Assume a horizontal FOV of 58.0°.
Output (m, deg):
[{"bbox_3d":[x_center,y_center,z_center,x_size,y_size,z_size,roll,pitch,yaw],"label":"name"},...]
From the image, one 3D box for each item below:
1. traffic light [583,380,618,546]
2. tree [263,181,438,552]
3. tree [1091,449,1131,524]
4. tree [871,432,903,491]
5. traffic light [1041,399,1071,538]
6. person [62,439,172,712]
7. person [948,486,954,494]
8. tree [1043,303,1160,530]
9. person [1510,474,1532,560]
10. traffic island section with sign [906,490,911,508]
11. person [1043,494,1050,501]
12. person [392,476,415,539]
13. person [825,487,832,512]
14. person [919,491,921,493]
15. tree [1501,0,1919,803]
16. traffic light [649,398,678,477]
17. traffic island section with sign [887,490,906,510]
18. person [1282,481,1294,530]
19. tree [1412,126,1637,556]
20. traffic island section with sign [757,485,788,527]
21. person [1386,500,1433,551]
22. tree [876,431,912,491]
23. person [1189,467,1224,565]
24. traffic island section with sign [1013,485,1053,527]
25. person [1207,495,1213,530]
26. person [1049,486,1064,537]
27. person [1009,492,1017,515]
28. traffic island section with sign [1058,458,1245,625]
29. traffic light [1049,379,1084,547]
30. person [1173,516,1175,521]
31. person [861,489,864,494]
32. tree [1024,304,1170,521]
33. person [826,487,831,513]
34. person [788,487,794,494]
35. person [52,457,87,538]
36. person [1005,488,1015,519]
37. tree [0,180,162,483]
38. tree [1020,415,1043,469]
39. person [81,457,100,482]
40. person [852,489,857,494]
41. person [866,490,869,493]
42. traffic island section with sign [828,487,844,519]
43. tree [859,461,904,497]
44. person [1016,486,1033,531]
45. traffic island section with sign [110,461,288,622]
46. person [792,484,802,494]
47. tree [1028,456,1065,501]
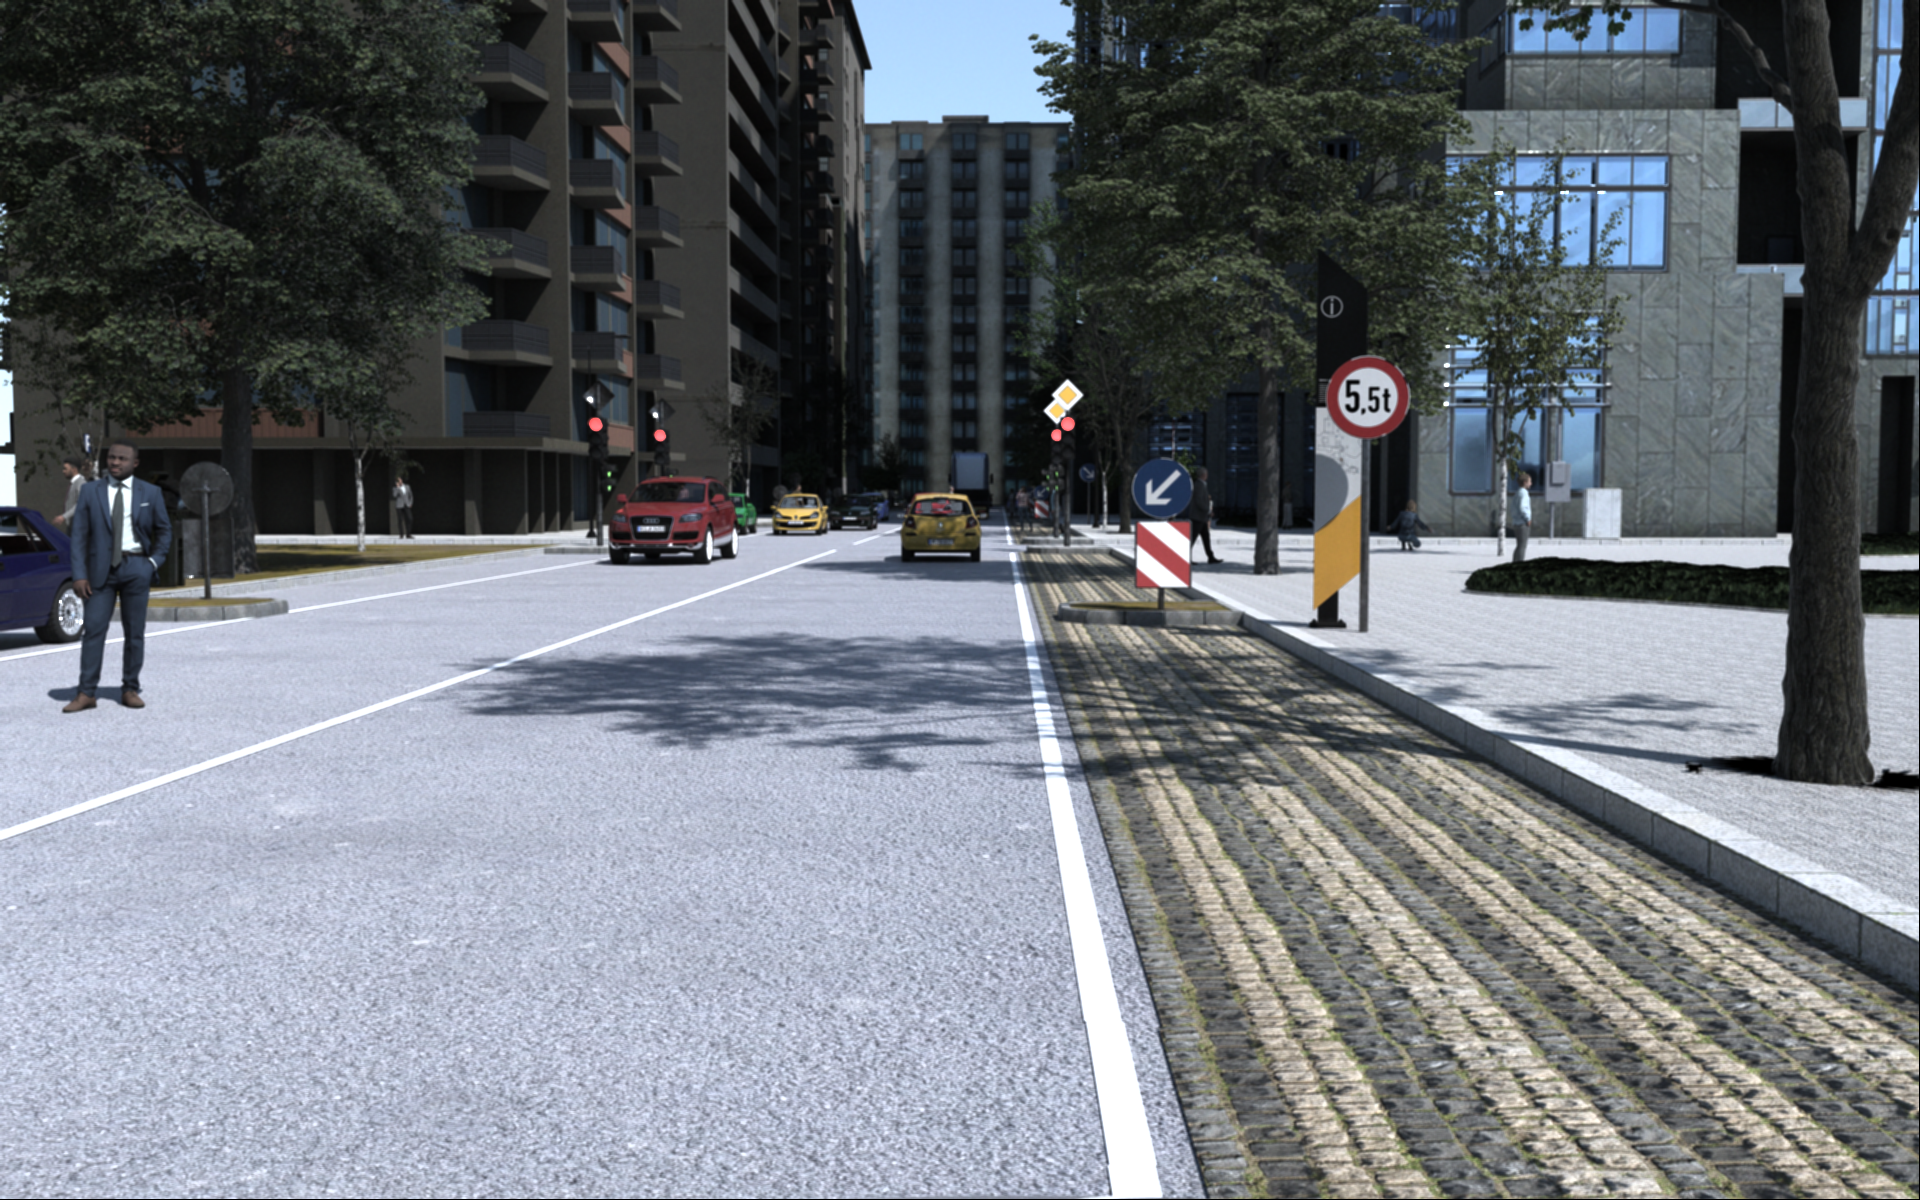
[{"bbox_3d":[-8.855,-3.281,42.571,0.839,4.253,0.868,0,4,1],"label":"traffic light"},{"bbox_3d":[-13.380,-5.373,38.213,4.360,8.622,3.978,0,3,0],"label":"tree"},{"bbox_3d":[6.190,-4.826,73.513,1.663,3.219,1.824,0,3,0],"label":"tree"},{"bbox_3d":[-8.303,-15.463,203.175,4.360,8.622,3.978,0,3,0],"label":"tree"},{"bbox_3d":[2.790,-3.754,50.304,0.839,4.253,0.868,0,4,1],"label":"traffic light"},{"bbox_3d":[-5.672,-0.181,11.635,0.721,1.800,0.419,-2,4,-32],"label":"person"},{"bbox_3d":[-0.336,-4.065,75.363,0.834,1.777,0.661,-1,4,-8],"label":"person"},{"bbox_3d":[5.223,-6.834,62.105,4.360,8.622,3.978,0,3,0],"label":"tree"},{"bbox_3d":[8.939,-1.203,27.529,0.330,1.601,0.589,1,4,9],"label":"person"},{"bbox_3d":[-5.367,-10.472,179.847,1.989,1.847,2.006,0,4,1],"label":"traffic island section with sign"},{"bbox_3d":[7.828,-9.266,158.271,1.217,1.736,0.721,1,4,17],"label":"person"},{"bbox_3d":[-16.042,-2.673,49.932,0.592,1.802,0.473,-1,4,-18],"label":"person"},{"bbox_3d":[-9.204,-7.011,120.853,0.466,1.800,0.511,0,4,3],"label":"person"},{"bbox_3d":[-4.362,-11.078,189.629,1.348,1.823,0.705,2,4,25],"label":"person"},{"bbox_3d":[4.060,-5.002,7.544,9.928,11.665,9.643,0,3,0],"label":"tree"},{"bbox_3d":[-8.668,-3.770,50.554,0.839,4.253,0.868,0,4,1],"label":"traffic light"},{"bbox_3d":[-6.010,-8.798,152.475,1.989,1.847,2.006,0,4,1],"label":"traffic island section with sign"},{"bbox_3d":[11.850,-3.415,62.435,0.362,1.759,0.519,-2,4,-26],"label":"person"},{"bbox_3d":[11.451,-5.212,35.580,4.737,8.622,4.395,0,3,0],"label":"tree"},{"bbox_3d":[-7.807,-4.085,75.426,1.989,1.847,2.006,0,4,1],"label":"traffic island section with sign"},{"bbox_3d":[10.178,-1.711,39.513,1.012,1.151,0.738,2,4,33],"label":"person"},{"bbox_3d":[-7.526,-15.097,197.198,4.737,8.622,4.395,0,3,0],"label":"tree"},{"bbox_3d":[4.431,-1.532,31.482,0.834,1.777,0.661,0,4,-7],"label":"person"},{"bbox_3d":[3.424,-4.073,75.228,1.989,1.847,2.006,0,4,1],"label":"traffic island section with sign"},{"bbox_3d":[8.811,-3.096,61.342,0.332,1.250,0.352,1,4,9],"label":"person"},{"bbox_3d":[3.241,-3.023,57.947,0.620,1.820,0.660,0,4,1],"label":"person"},{"bbox_3d":[3.527,-6.523,115.498,0.623,1.781,0.721,1,4,16],"label":"person"},{"bbox_3d":[2.128,-0.679,19.733,1.989,1.847,2.006,0,4,1],"label":"traffic island section with sign"},{"bbox_3d":[2.604,-3.266,42.321,0.839,4.253,0.868,0,4,1],"label":"traffic light"},{"bbox_3d":[6.911,-3.074,56.641,0.444,1.785,0.601,3,4,39],"label":"person"},{"bbox_3d":[-8.478,-8.732,149.529,0.721,1.735,1.217,-2,4,-28],"label":"person"},{"bbox_3d":[6.213,-8.999,81.543,7.601,10.594,8.767,-3,5,-40],"label":"tree"},{"bbox_3d":[-9.103,-6.918,119.700,0.362,1.759,0.519,-1,4,-9],"label":"person"},{"bbox_3d":[-12.089,-7.264,124.663,0.638,1.841,0.748,0,4,3],"label":"person"},{"bbox_3d":[-12.306,-1.095,24.216,0.850,1.792,0.678,-3,4,-36],"label":"person"},{"bbox_3d":[2.855,-5.480,98.672,0.524,1.755,0.480,-1,4,-20],"label":"person"},{"bbox_3d":[-19.443,-5.385,38.407,4.360,8.622,3.978,0,3,0],"label":"tree"},{"bbox_3d":[7.734,-12.538,155.365,4.360,8.622,3.978,0,3,0],"label":"tree"},{"bbox_3d":[-13.155,-1.232,26.064,0.818,1.842,0.514,0,4,7],"label":"person"},{"bbox_3d":[-9.541,-9.153,156.363,0.621,1.740,0.551,3,5,45],"label":"person"},{"bbox_3d":[-9.477,-10.447,177.782,0.756,1.711,0.436,0,4,-4],"label":"person"},{"bbox_3d":[-7.174,-5.734,102.373,1.989,1.847,2.006,0,4,1],"label":"traffic island section with sign"},{"bbox_3d":[-8.452,-11.599,173.365,4.285,4.588,4.351,0,3,0],"label":"tree"},{"bbox_3d":[2.494,-3.487,66.107,0.593,1.750,0.643,-2,4,-32],"label":"person"},{"bbox_3d":[-9.088,-0.718,20.366,1.989,1.847,2.006,0,4,1],"label":"traffic island section with sign"},{"bbox_3d":[-6.689,-3.855,71.433,0.656,1.842,0.836,0,4,1],"label":"person"},{"bbox_3d":[6.910,-9.576,140.284,4.285,4.588,4.351,0,3,0],"label":"tree"}]
